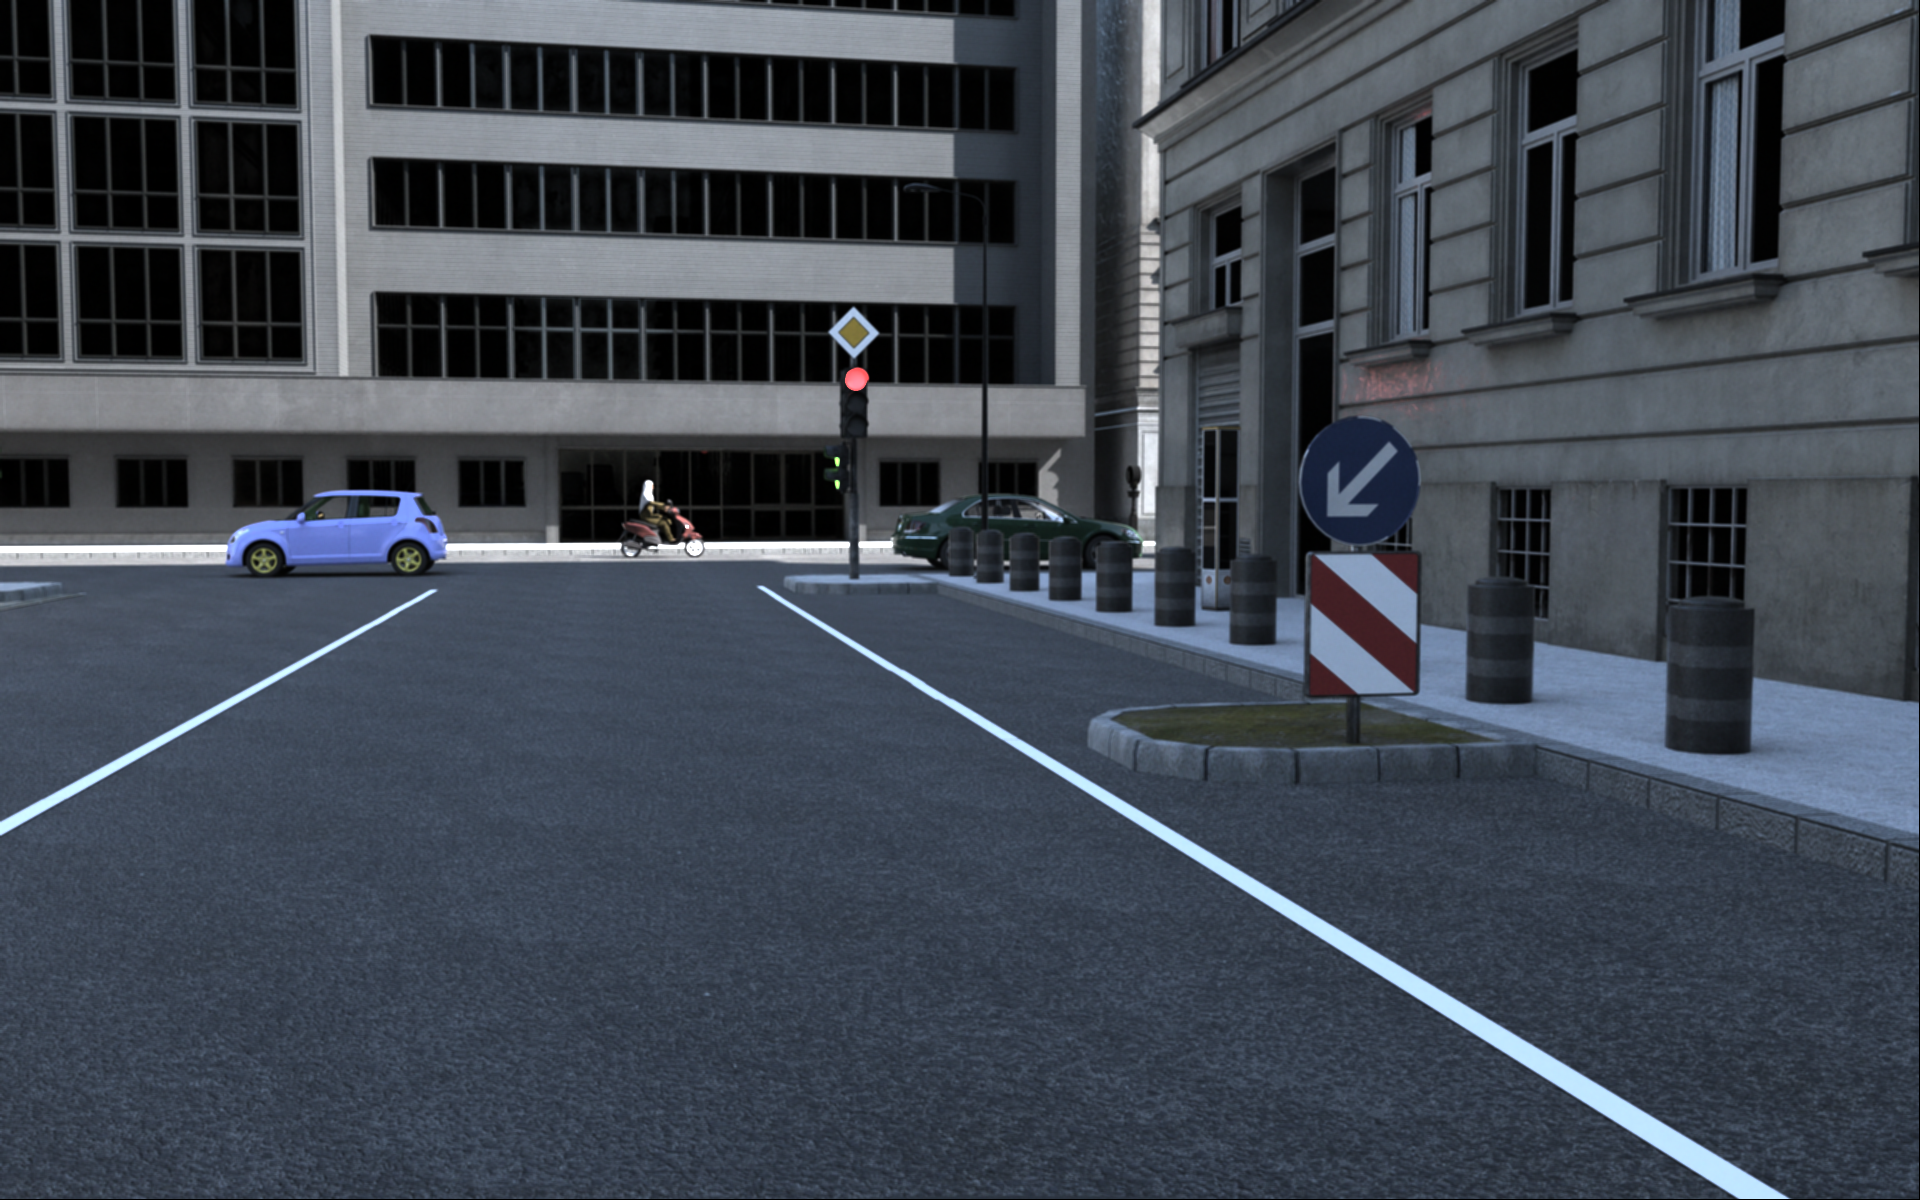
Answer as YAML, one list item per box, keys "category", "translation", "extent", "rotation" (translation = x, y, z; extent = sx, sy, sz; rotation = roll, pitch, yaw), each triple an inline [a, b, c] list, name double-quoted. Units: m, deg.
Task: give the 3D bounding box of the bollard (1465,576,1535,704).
- category: "bollard"
  translation: [3.352, 0.243, 10.749]
  extent: [0.404, 0.777, 0.398]
  rotation: [0, 3, 0]

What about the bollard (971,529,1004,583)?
- category: "bollard"
  translation: [0.437, -0.636, 25.111]
  extent: [0.404, 0.777, 0.398]
  rotation: [0, 3, 0]

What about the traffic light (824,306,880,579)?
- category: "traffic light"
  translation: [-1.615, -2.270, 26.030]
  extent: [0.839, 4.253, 0.868]
  rotation: [-1, 4, -11]

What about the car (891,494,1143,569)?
- category: "car"
  translation: [1.135, -1.324, 33.446]
  extent: [4.920, 1.459, 2.131]
  rotation: [-1, 4, -11]

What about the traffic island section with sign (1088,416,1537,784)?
- category: "traffic island section with sign"
  translation: [1.783, -0.057, 9.555]
  extent: [1.989, 1.847, 2.006]
  rotation: [-1, 4, -11]

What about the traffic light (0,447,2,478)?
- category: "traffic light"
  translation: [-13.580, -2.121, 23.596]
  extent: [0.839, 4.253, 0.868]
  rotation: [-1, 4, -11]

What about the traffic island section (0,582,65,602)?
- category: "traffic island section"
  translation: [-13.621, -0.088, 23.723]
  extent: [2.009, 0.180, 2.903]
  rotation: [-1, 4, -11]

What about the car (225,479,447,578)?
- category: "car"
  translation: [-11.012, -1.289, 30.659]
  extent: [3.694, 1.707, 1.945]
  rotation: [-1, 4, -12]

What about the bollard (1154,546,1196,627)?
- category: "bollard"
  translation: [2.100, -0.134, 16.909]
  extent: [0.404, 0.777, 0.398]
  rotation: [0, 3, 0]

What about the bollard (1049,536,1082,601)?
- category: "bollard"
  translation: [1.277, -0.384, 21.003]
  extent: [0.404, 0.777, 0.398]
  rotation: [0, 3, 0]

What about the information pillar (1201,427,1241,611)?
- category: "information pillar"
  translation: [2.869, -0.892, 19.084]
  extent: [0.304, 2.012, 0.304]
  rotation: [-2, 4, -27]

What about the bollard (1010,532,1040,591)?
- category: "bollard"
  translation: [0.860, -0.509, 23.045]
  extent: [0.404, 0.777, 0.398]
  rotation: [0, 3, 0]

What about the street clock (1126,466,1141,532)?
- category: "street clock"
  translation: [4.422, -2.420, 44.144]
  extent: [0.358, 2.002, 0.471]
  rotation: [-1, 4, -16]

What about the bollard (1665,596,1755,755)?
- category: "bollard"
  translation: [3.766, 0.368, 8.700]
  extent: [0.404, 0.777, 0.398]
  rotation: [0, 3, 0]

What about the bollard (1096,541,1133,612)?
- category: "bollard"
  translation: [1.688, -0.259, 18.953]
  extent: [0.404, 0.777, 0.398]
  rotation: [0, 3, 0]

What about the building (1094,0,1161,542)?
- category: "building"
  translation: [12.534, -12.415, 52.142]
  extent: [18.267, 20.994, 9.793]
  rotation: [-1, 4, -11]

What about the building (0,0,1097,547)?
- category: "building"
  translation: [-12.036, -14.072, 49.139]
  extent: [30.058, 24.678, 14.314]
  rotation: [-1, 4, -11]

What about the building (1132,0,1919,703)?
- category: "building"
  translation: [12.799, -10.944, 12.221]
  extent: [16.112, 22.955, 30.059]
  rotation: [-1, 4, -11]

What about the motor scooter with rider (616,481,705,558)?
- category: "motor scooter with rider"
  translation: [-6.763, -1.843, 39.096]
  extent: [1.986, 1.779, 0.876]
  rotation: [-1, 4, -11]

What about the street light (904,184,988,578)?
- category: "street light"
  translation: [-0.154, -3.282, 26.195]
  extent: [1.470, 5.913, 1.316]
  rotation: [-1, 4, -11]

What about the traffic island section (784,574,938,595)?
- category: "traffic island section"
  translation: [-1.574, -0.237, 26.152]
  extent: [2.009, 0.180, 2.903]
  rotation: [-1, 4, -11]

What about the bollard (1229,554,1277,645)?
- category: "bollard"
  translation: [2.516, -0.009, 14.866]
  extent: [0.404, 0.777, 0.398]
  rotation: [0, 3, 0]

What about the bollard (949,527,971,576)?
- category: "bollard"
  translation: [0.027, -0.761, 27.163]
  extent: [0.404, 0.777, 0.398]
  rotation: [0, 3, 0]
